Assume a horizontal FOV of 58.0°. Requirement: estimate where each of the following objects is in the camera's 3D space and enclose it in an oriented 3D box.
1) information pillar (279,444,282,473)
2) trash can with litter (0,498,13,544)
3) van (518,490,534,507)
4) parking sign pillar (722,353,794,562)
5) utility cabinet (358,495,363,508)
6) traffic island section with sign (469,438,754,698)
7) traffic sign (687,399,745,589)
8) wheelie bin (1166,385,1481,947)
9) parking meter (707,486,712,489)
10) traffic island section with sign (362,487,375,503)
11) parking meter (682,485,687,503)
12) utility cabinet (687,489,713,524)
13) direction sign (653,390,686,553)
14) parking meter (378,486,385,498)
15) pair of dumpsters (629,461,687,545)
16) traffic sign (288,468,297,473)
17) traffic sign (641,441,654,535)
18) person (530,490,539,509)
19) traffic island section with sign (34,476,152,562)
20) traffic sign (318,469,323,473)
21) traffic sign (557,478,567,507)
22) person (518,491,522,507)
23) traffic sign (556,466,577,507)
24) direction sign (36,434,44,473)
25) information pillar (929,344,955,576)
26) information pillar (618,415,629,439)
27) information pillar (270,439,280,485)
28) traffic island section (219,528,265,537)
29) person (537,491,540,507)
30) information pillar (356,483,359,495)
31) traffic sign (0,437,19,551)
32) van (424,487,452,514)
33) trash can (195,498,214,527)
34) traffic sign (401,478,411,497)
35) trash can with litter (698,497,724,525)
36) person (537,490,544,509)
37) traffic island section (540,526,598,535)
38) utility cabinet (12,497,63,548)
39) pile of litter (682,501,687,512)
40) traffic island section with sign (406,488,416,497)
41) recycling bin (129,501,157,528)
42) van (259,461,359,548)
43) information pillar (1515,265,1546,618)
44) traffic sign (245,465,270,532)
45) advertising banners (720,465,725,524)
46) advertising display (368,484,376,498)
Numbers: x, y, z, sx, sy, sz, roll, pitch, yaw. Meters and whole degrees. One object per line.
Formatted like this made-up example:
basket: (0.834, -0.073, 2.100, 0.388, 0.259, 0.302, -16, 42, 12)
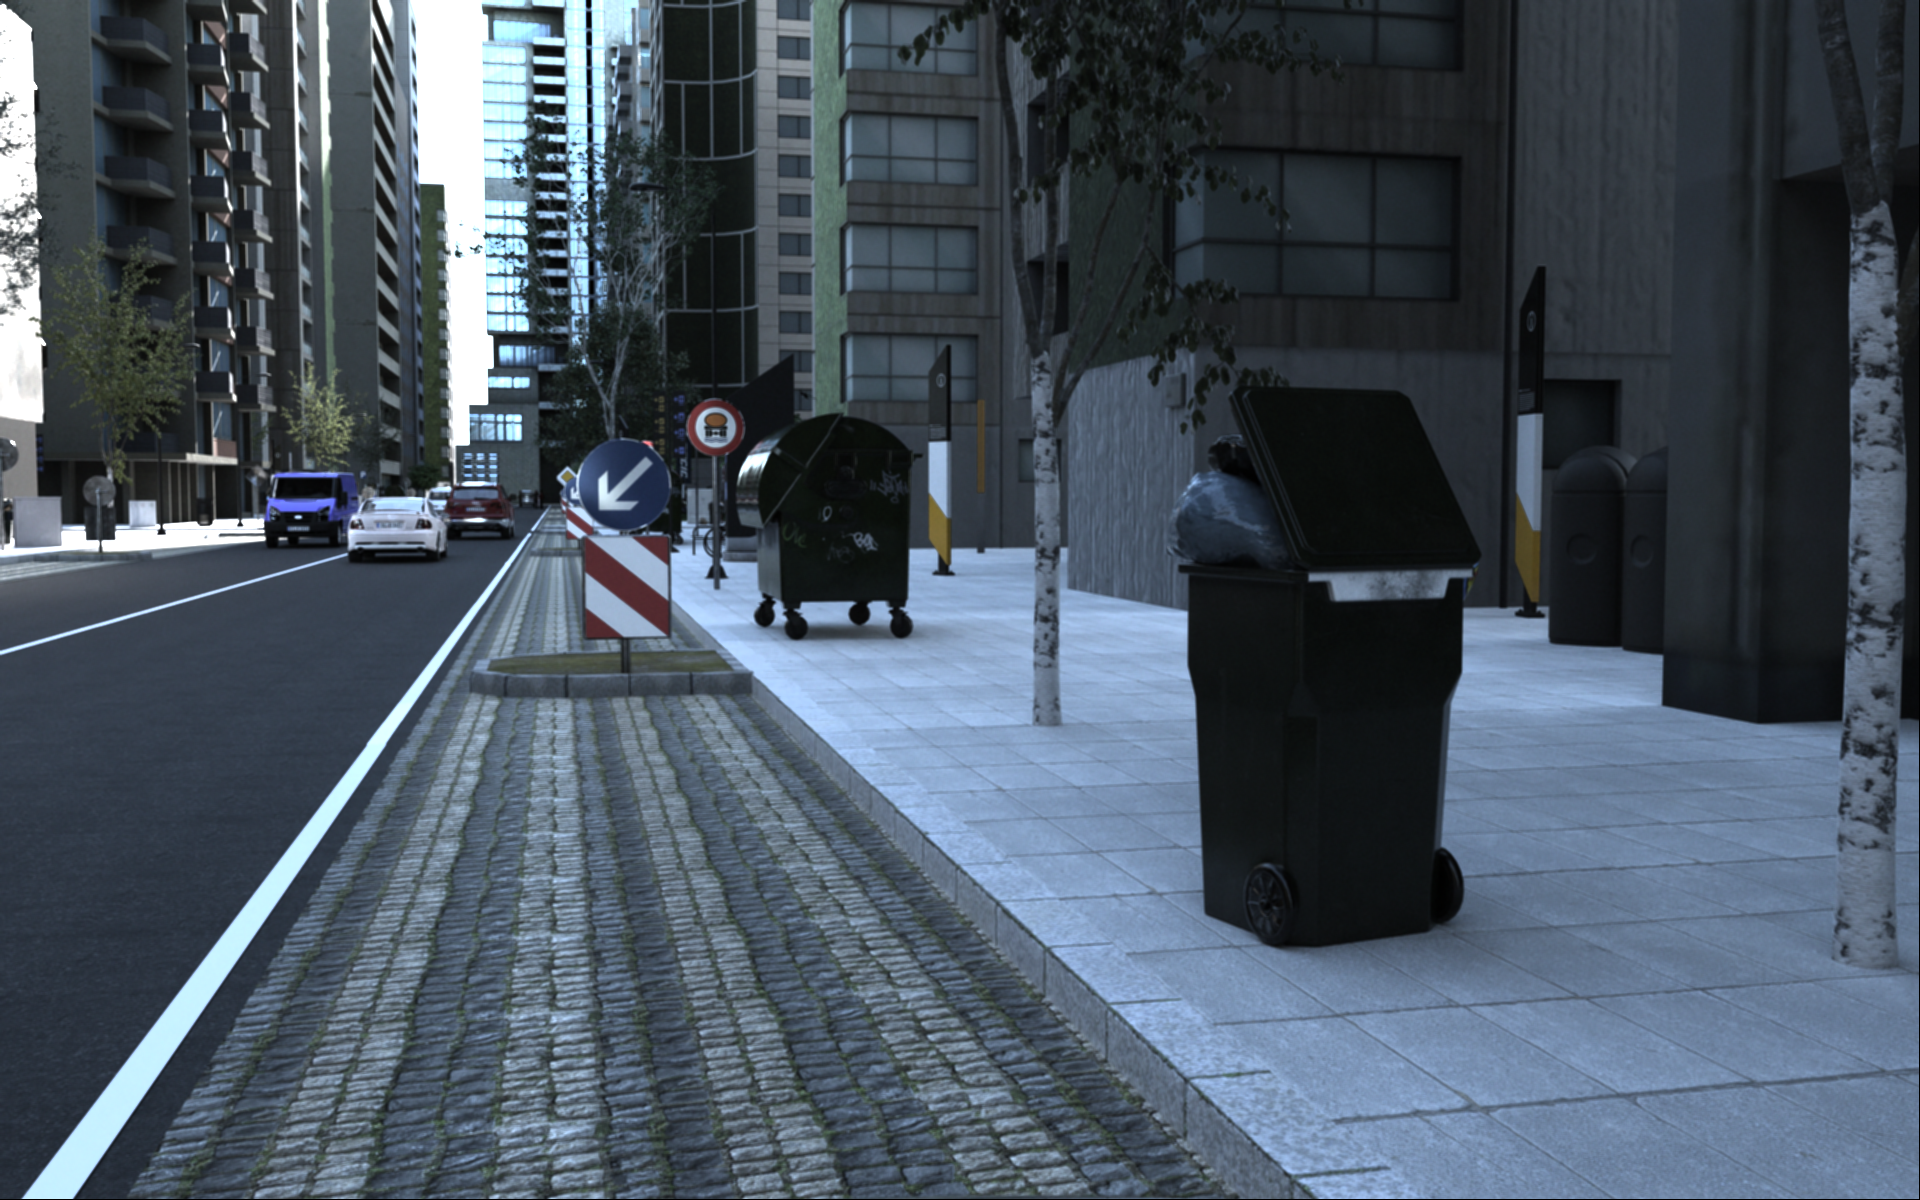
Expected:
information pillar: (-31.505, -5.414, 79.867, 0.504, 3.616, 0.183, -1, 4, -17)
trash can with litter: (-24.317, -1.970, 43.590, 0.624, 1.170, 1.055, 1, 4, 21)
van: (-49.588, -11.698, 198.278, 2.013, 2.044, 4.112, -1, 4, -13)
parking sign pillar: (-3.846, -2.737, 33.221, 1.447, 3.967, 1.447, -1, 4, -13)
utility cabinet: (-38.074, -6.011, 109.442, 0.306, 1.237, 1.020, 0, 4, 7)
traffic island section with sign: (-2.658, -0.271, 13.056, 1.989, 1.847, 2.006, -1, 4, -13)
traffic sign: (-3.273, -1.415, 23.248, 0.768, 2.556, 0.104, -1, 4, -11)
wheelie bin: (1.046, 0.168, 5.165, 0.980, 1.594, 0.693, -2, 4, -25)
parking meter: (-17.043, -6.849, 117.691, 0.399, 1.863, 0.255, 0, 3, 0)
traffic island section with sign: (-31.092, -5.045, 91.118, 1.989, 1.847, 2.006, -1, 4, -13)
parking meter: (-17.288, -6.300, 108.723, 0.255, 1.863, 0.399, -1, 4, -15)
utility cabinet: (-10.988, -3.968, 73.552, 1.173, 1.500, 0.318, 0, 4, -4)
direction sign: (-6.359, -2.813, 37.995, 0.876, 3.537, 0.379, 2, 4, 29)
parking meter: (-40.996, -7.160, 122.780, 0.255, 1.863, 0.399, 2, 4, 28)
pair of dumpsters: (-8.060, -2.633, 45.544, 1.574, 2.255, 4.437, -1, 4, -13)
traffic sign: (-25.817, -3.876, 67.020, 0.795, 2.450, 0.064, -1, 4, -13)
traffic sign: (-7.469, -2.522, 41.343, 0.768, 2.556, 0.104, -1, 4, -11)
person: (-40.967, -9.712, 167.427, 1.348, 1.807, 0.705, -3, 5, -40)
traffic island section with sign: (-18.618, -1.756, 37.337, 1.989, 1.847, 2.006, -1, 4, -13)
traffic sign: (-33.125, -5.488, 89.727, 0.884, 2.594, 0.081, 0, 4, -5)
traffic sign: (-15.734, -4.017, 69.327, 0.795, 2.450, 0.064, -1, 4, -13)
person: (-48.730, -11.210, 191.881, 0.705, 1.812, 1.348, 0, 4, -1)
traffic sign: (-13.931, -3.542, 61.548, 0.795, 2.450, 0.064, -1, 4, -13)
direction sign: (-35.095, -4.505, 65.655, 0.876, 3.537, 0.379, 1, 4, 12)
information pillar: (-0.310, -2.202, 27.353, 0.183, 3.616, 0.504, -3, 4, -38)
information pillar: (-9.966, -3.670, 51.362, 0.183, 3.616, 0.504, -3, 5, -40)
information pillar: (-29.230, -5.036, 73.693, 0.183, 3.616, 0.504, -2, 4, -28)
traffic island section: (-24.035, -2.264, 59.297, 2.009, 0.180, 2.903, -1, 4, -13)
person: (-45.594, -10.867, 186.852, 0.551, 1.740, 0.621, -2, 4, -32)
information pillar: (-39.301, -6.619, 112.707, 0.304, 2.012, 0.304, -1, 4, -10)
traffic sign: (-21.568, -2.376, 38.957, 0.768, 2.556, 0.104, 0, 4, -5)
van: (-31.471, -5.998, 105.080, 2.013, 2.044, 4.112, -1, 4, -14)
trash can: (-29.892, -3.480, 68.550, 0.748, 1.137, 0.748, 0, 3, 0)
traffic sign: (-43.899, -8.394, 137.348, 0.768, 2.556, 0.104, -1, 4, -11)
trash can with litter: (-10.421, -3.717, 72.156, 1.055, 1.170, 0.624, -2, 4, -23)
person: (-39.820, -9.547, 164.561, 0.705, 1.831, 1.348, 1, 4, 13)
traffic island section: (-13.910, -2.407, 61.630, 2.009, 0.180, 2.903, -1, 4, -13)
utility cabinet: (-22.292, -1.877, 41.859, 1.020, 1.237, 0.306, -2, 4, -35)
pile of litter: (-17.060, -5.720, 107.493, 1.719, 0.858, 1.176, 2, 4, 29)
traffic island section with sign: (-37.275, -6.677, 117.802, 1.989, 1.847, 2.006, -1, 4, -13)
recycling bin: (-31.355, -3.296, 66.442, 0.722, 1.027, 0.722, 3, 4, 36)
van: (-17.971, -2.675, 48.116, 2.240, 2.365, 5.245, -1, 4, -12)
information pillar: (5.944, -1.633, 18.055, 0.183, 3.616, 0.504, 0, 4, -3)
traffic sign: (-24.014, -3.401, 59.241, 0.795, 2.450, 0.064, -1, 4, -13)
advertising banners: (-10.199, -4.775, 74.260, 0.090, 3.025, 2.074, -1, 4, -12)
advertising display: (-37.473, -6.433, 110.401, 0.123, 1.923, 0.974, 0, 4, 6)
